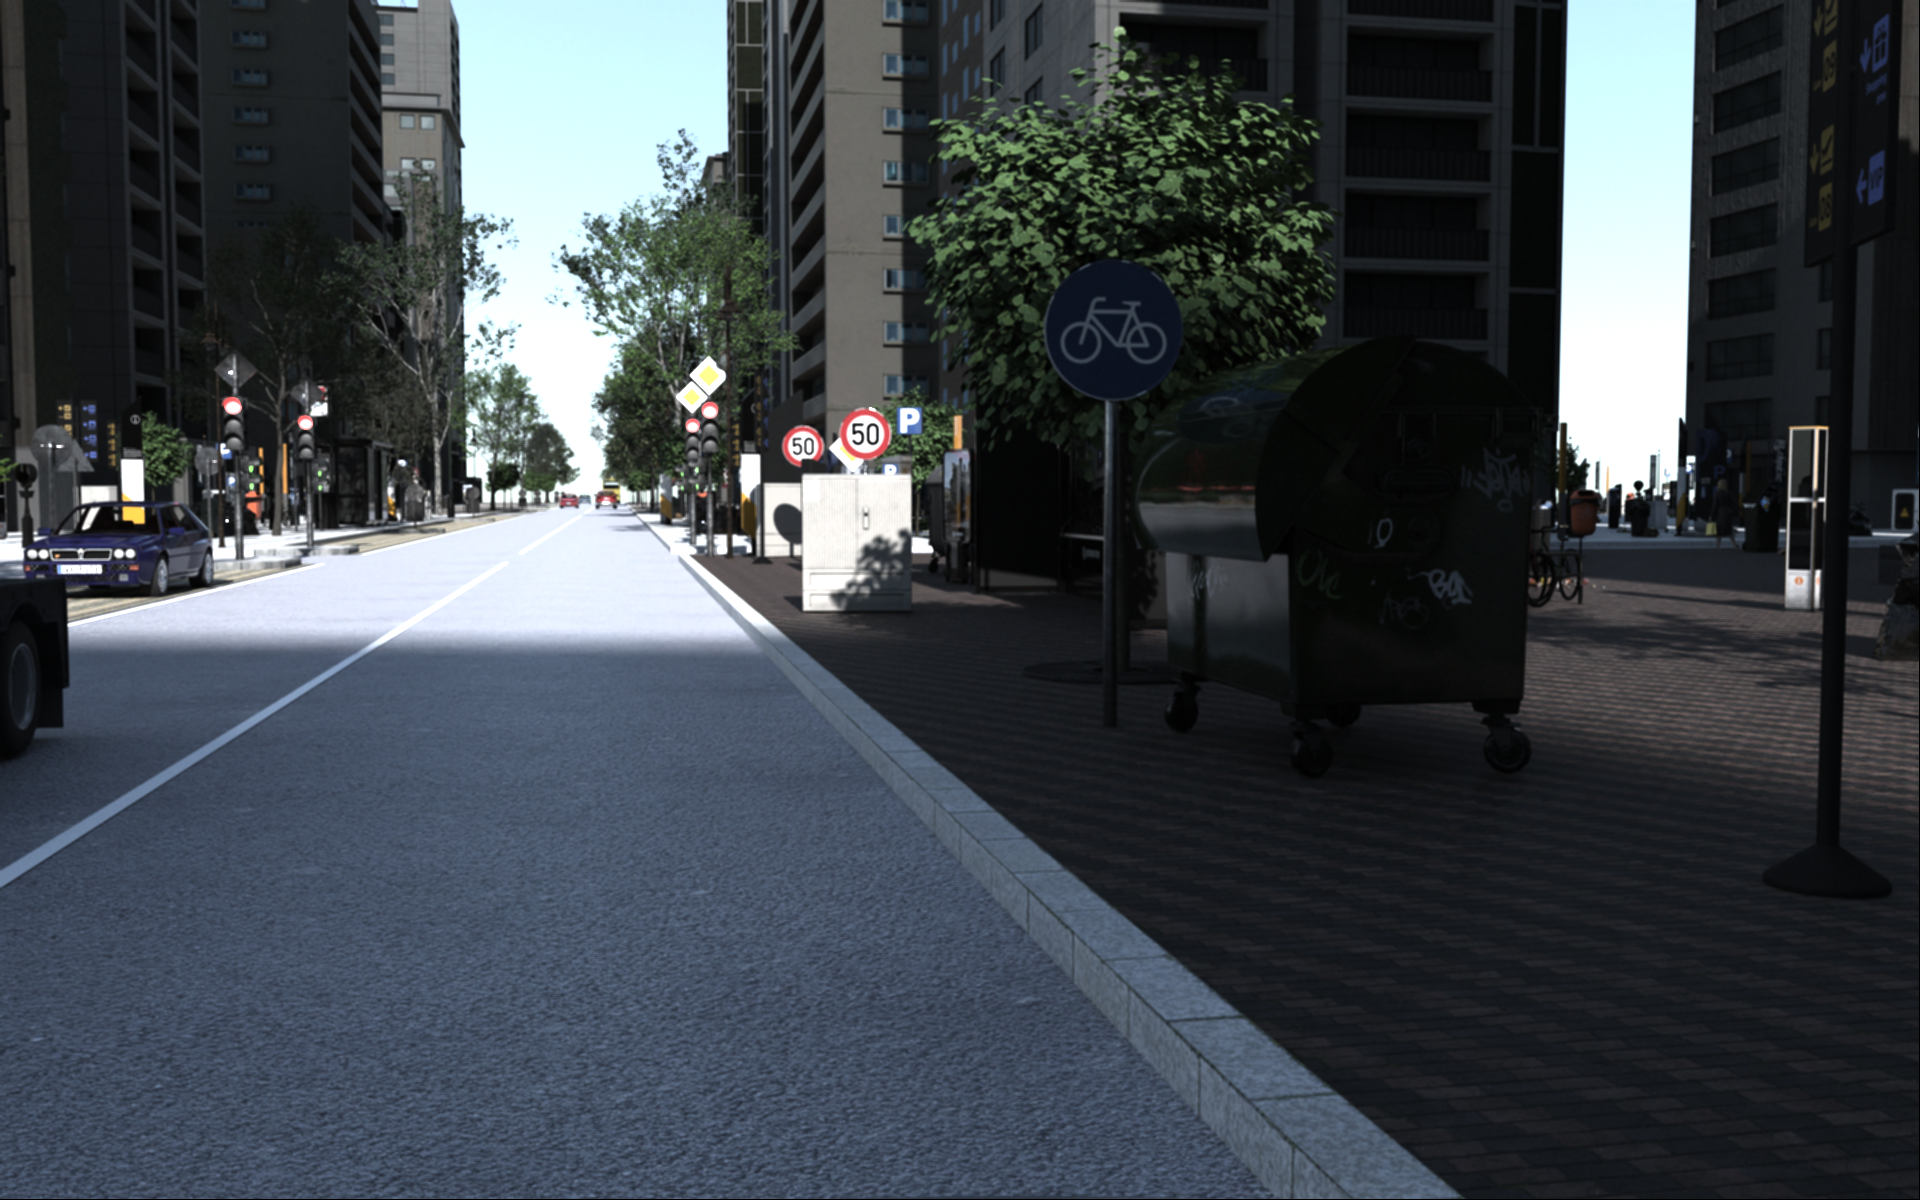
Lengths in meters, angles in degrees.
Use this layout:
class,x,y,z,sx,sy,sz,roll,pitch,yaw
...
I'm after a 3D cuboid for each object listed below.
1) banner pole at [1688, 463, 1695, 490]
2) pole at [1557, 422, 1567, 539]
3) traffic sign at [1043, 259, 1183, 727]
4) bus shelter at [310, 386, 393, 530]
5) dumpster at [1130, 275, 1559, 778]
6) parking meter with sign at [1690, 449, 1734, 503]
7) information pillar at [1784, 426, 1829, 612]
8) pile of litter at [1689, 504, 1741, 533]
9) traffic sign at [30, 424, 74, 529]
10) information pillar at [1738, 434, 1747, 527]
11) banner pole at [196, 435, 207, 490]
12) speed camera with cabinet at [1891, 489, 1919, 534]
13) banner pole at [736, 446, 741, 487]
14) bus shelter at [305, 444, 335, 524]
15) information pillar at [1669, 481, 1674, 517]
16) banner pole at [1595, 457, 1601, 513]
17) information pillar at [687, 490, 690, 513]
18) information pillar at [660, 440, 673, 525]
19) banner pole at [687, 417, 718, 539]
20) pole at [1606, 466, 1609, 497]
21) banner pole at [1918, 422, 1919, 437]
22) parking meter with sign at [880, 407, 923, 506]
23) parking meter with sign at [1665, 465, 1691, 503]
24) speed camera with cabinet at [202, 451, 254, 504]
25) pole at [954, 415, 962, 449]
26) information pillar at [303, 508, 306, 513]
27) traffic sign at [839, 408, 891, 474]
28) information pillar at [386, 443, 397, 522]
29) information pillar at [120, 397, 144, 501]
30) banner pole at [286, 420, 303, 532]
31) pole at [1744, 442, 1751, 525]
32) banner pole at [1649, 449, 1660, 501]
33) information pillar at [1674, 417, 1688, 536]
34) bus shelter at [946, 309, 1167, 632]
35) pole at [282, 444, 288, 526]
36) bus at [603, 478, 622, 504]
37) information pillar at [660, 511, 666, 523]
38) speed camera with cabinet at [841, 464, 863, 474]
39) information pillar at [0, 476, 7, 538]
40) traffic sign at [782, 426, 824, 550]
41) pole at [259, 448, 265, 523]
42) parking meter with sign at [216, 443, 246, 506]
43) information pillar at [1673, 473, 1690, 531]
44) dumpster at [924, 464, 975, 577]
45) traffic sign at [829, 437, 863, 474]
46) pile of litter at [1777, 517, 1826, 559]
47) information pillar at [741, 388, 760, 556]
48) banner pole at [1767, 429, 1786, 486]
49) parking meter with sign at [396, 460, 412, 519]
class,x,y,z,sx,sy,sz,roll,pitch,yaw
banner pole,50.943,-8.017,121.087,0.401,3.779,0.863,-3,5,-41
pole,17.182,-3.398,49.396,0.158,3.312,0.155,0,3,0
traffic sign,0.831,-0.575,9.510,0.768,2.556,0.104,0,4,-5
bus shelter,-23.568,-5.455,66.825,2.179,5.291,8.768,-1,4,-11
dumpster,1.838,-0.374,8.603,1.502,2.255,1.985,-1,4,-11
parking meter with sign,28.892,-4.293,66.448,1.738,3.016,0.543,-2,4,-32
information pillar,9.245,-0.883,18.926,0.304,2.012,0.304,-3,5,-43
pile of litter,25.138,-2.650,57.288,1.176,0.858,1.719,-1,4,-19
traffic sign,-16.622,-1.933,31.710,0.768,2.556,0.104,0,4,-4
information pillar,30.596,-4.669,67.688,0.183,3.616,0.504,3,5,40
banner pole,-32.300,-5.127,73.846,0.863,3.779,0.401,2,4,35
speed camera with cabinet,31.373,-3.782,56.171,0.660,3.252,2.038,-2,4,-29
banner pole,-9.861,-5.470,79.455,0.863,3.779,0.401,0,4,-3
bus shelter,-28.246,-5.332,78.469,1.731,3.624,6.357,-1,4,-11
information pillar,39.117,-5.534,94.966,0.304,2.012,0.304,-1,4,-21
banner pole,42.809,-7.720,116.237,0.401,3.779,0.863,0,4,-4
information pillar,-18.442,-6.938,117.925,0.304,2.012,0.304,-2,4,-27
information pillar,-12.074,-4.884,71.205,0.504,3.616,0.183,0,4,5
banner pole,-7.409,-3.660,49.862,0.863,3.779,0.401,-1,4,-21
pole,46.781,-8.029,125.111,0.158,3.312,0.155,0,3,0
banner pole,29.798,-3.873,53.347,0.863,3.779,0.401,-1,4,-13
parking meter with sign,-1.271,-2.308,33.996,0.543,3.016,1.738,1,4,19
parking meter with sign,48.167,-7.327,116.060,0.543,3.016,1.738,-3,5,-40
speed camera with cabinet,-30.642,-4.782,72.526,0.660,3.252,2.038,2,4,33
pole,-0.055,-3.131,45.033,0.158,3.312,0.155,0,3,0
information pillar,-42.481,-6.599,112.384,0.304,2.012,0.304,-1,4,-17
traffic sign,-1.405,-1.571,25.786,0.768,2.556,0.104,0,4,-3
information pillar,-26.214,-5.400,79.647,0.183,3.616,0.504,3,4,37
information pillar,-19.834,-3.069,41.539,0.183,3.616,0.504,3,5,45
banner pole,-22.612,-4.203,58.730,0.401,3.779,0.863,-3,4,-37
pole,31.006,-4.546,68.168,0.158,3.312,0.155,0,3,0
banner pole,38.879,-6.535,96.866,0.863,3.779,0.401,-1,4,-20
information pillar,21.953,-3.751,52.683,0.183,3.616,0.504,0,4,1
bus shelter,1.269,-1.705,19.155,1.731,3.624,6.357,-1,4,-11
pole,-27.324,-4.663,70.088,0.158,3.312,0.155,0,3,0
bus,-52.019,-16.347,258.815,2.896,3.916,12.252,-1,4,-11
information pillar,-12.968,-4.380,76.100,0.304,2.012,0.304,1,4,16
speed camera with cabinet,-2.719,-3.706,54.934,2.038,3.252,0.660,-1,4,-23
information pillar,-28.299,-2.848,51.061,0.304,2.012,0.304,-2,4,-34
traffic sign,-2.930,-1.975,32.395,0.768,2.556,0.104,0,4,-6
pole,-30.909,-5.068,76.700,0.158,3.312,0.155,0,3,0
parking meter with sign,-25.099,-3.904,60.092,0.543,3.016,1.738,0,4,3
information pillar,25.180,-3.415,60.330,0.304,2.012,0.304,-2,4,-27
dumpster,0.202,-1.330,27.500,1.264,1.857,1.865,-1,4,-11
traffic sign,-1.791,-1.693,28.866,0.795,2.450,0.064,-1,4,-11
pile of litter,16.940,-1.267,34.678,1.719,0.858,1.176,-2,4,-35
information pillar,-4.337,-2.740,36.156,0.504,3.616,0.183,-3,5,-40
banner pole,31.307,-4.682,66.568,0.401,3.779,0.863,-3,5,-45
parking meter with sign,-28.362,-5.658,88.765,0.543,3.016,1.738,0,4,-4
